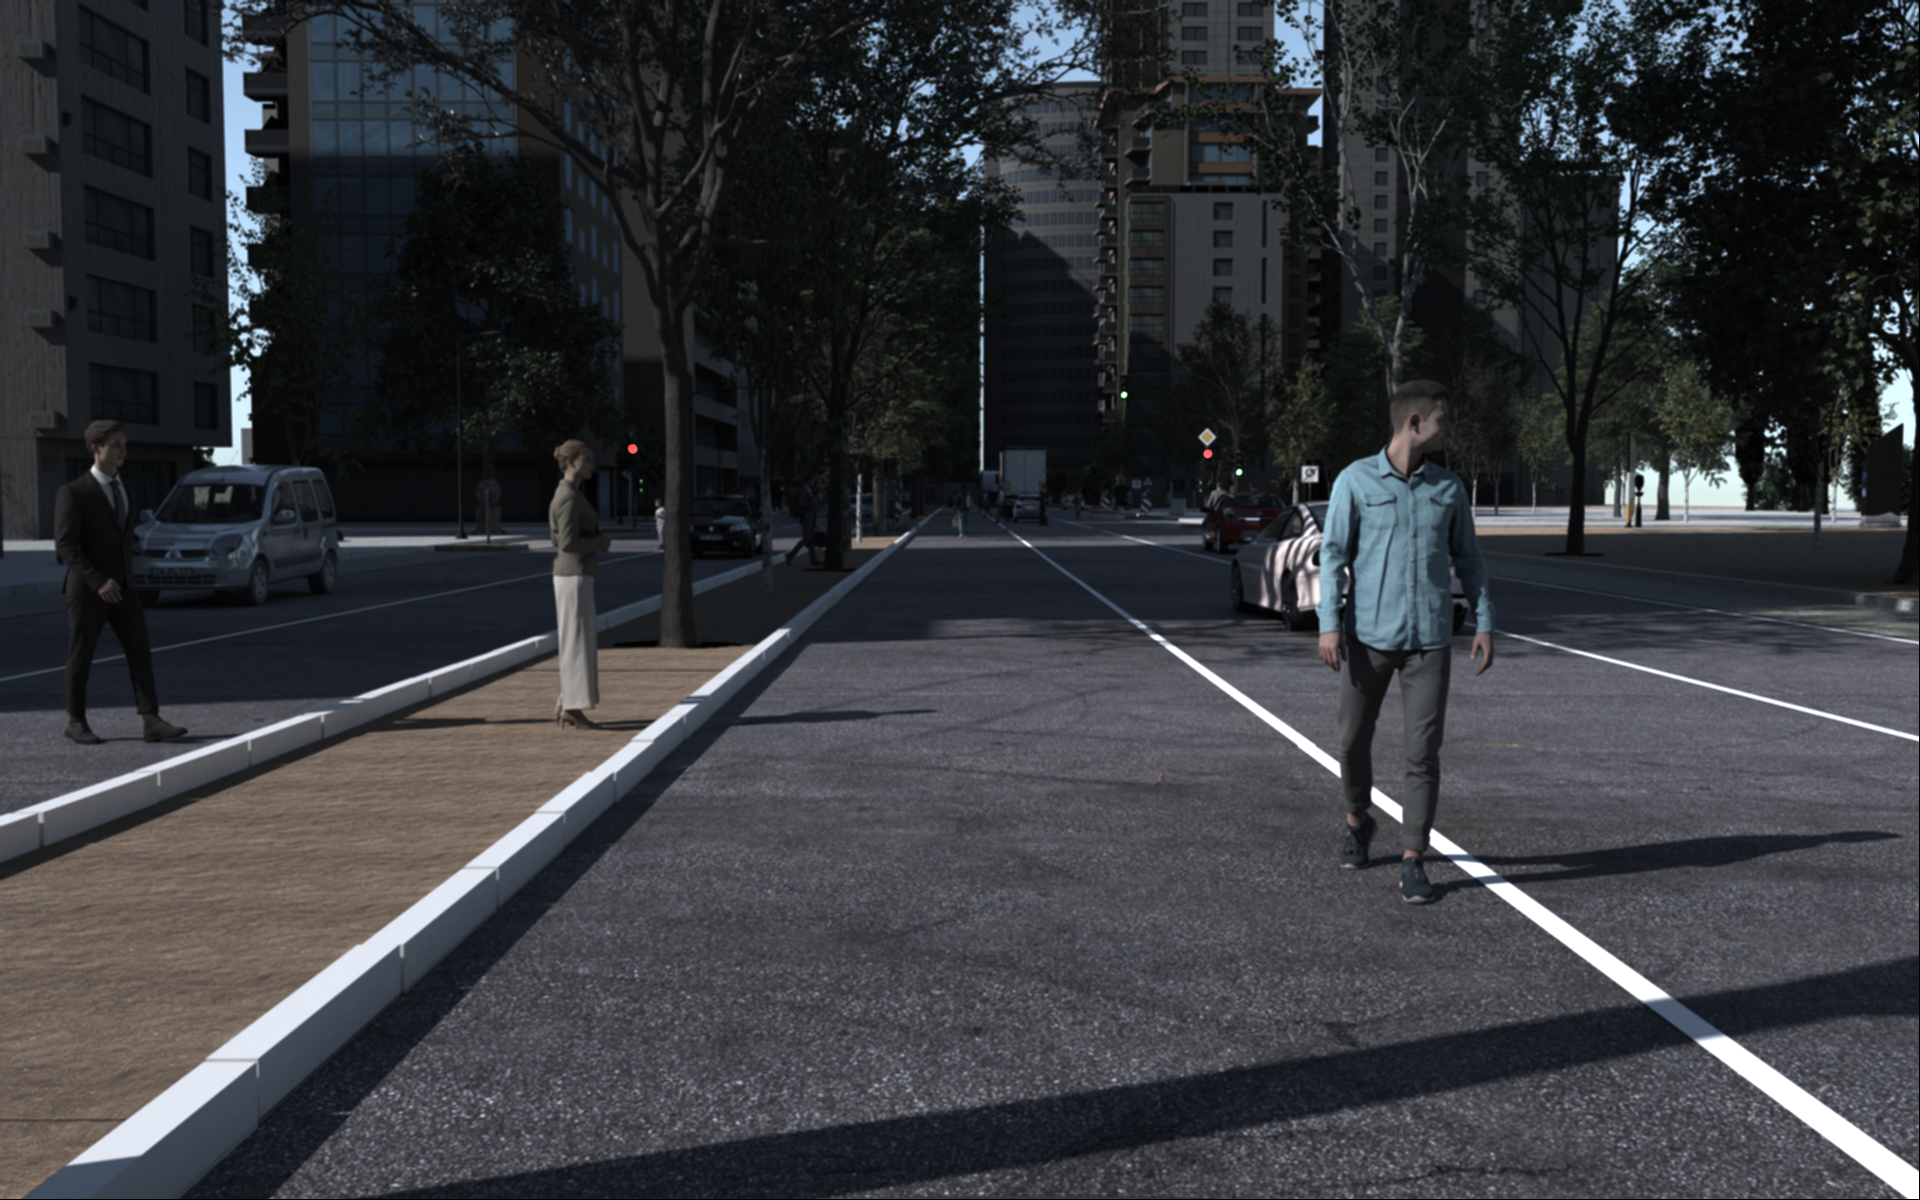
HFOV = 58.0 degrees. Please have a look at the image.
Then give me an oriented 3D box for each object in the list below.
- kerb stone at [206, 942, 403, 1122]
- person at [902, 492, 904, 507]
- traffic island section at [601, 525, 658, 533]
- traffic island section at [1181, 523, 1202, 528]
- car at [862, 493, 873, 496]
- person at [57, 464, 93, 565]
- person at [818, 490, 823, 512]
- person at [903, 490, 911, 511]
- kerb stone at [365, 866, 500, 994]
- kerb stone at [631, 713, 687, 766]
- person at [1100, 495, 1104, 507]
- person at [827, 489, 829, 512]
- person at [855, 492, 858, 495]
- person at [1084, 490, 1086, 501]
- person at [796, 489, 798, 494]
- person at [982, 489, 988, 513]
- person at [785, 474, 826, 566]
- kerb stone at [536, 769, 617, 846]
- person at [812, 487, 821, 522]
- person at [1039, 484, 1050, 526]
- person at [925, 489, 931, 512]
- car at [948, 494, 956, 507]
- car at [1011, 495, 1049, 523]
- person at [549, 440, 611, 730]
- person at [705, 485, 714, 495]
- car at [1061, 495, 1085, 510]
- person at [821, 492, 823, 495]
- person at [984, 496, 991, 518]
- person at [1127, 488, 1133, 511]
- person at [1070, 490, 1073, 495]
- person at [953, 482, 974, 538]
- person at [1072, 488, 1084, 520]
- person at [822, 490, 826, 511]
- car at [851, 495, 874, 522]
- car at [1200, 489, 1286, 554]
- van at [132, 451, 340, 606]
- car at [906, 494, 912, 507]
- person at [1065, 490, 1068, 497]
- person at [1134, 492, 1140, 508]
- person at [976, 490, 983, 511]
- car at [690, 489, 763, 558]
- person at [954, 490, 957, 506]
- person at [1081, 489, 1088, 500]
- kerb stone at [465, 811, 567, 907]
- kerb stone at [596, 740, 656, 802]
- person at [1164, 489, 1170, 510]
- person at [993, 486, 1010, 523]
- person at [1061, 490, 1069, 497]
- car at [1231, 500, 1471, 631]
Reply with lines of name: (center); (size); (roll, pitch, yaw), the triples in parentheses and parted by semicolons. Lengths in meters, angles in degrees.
kerb stone: (-1.655, 1.086, 4.439); (0.120, 0.150, 1.000); (0, 3, 0)
person: (-6.041, -10.872, 187.059); (0.445, 1.727, 0.742); (-3, 4, -36)
traffic island section: (-12.334, -2.652, 65.637); (2.009, 0.180, 2.903); (0, 3, 0)
traffic island section: (10.497, -3.142, 73.646); (2.009, 0.180, 2.903); (0, 3, 0)
car: (-5.851, -6.233, 110.708); (1.959, 1.807, 4.718); (0, 4, -1)
person: (-15.969, -1.560, 31.516); (0.822, 1.834, 0.622); (0, 4, 1)
person: (-11.214, -7.902, 137.926); (0.641, 1.798, 0.478); (0, 4, 3)
person: (-4.519, -8.465, 146.918); (0.660, 1.820, 0.620); (-1, 4, -16)
kerb stone: (-1.653, 1.030, 5.461); (0.120, 0.150, 1.000); (0, 3, 0)
kerb stone: (-1.660, 0.773, 9.549); (0.120, 0.150, 1.000); (0, 3, 0)
person: (12.734, -9.012, 154.057); (0.621, 1.740, 0.551); (0, 4, -3)
person: (-10.494, -8.086, 140.717); (0.620, 1.820, 0.660); (-3, 5, -41)
person: (-6.805, -6.564, 116.087); (0.793, 1.790, 0.793); (-2, 4, -29)
person: (13.811, -11.508, 194.135); (0.705, 1.831, 1.348); (3, 4, 37)
person: (-14.591, -9.100, 155.557); (0.721, 1.736, 1.217); (1, 4, 10)
person: (1.954, -7.674, 134.232); (0.793, 1.790, 0.793); (1, 4, 8)
person: (-3.063, -1.583, 34.347); (0.822, 1.834, 0.622); (0, 4, -5)
kerb stone: (-1.658, 0.899, 7.504); (0.120, 0.150, 1.000); (0, 3, 0)
person: (-7.402, -4.893, 88.748); (0.600, 1.795, 0.529); (0, 4, 7)
person: (3.834, -4.321, 78.517); (0.474, 1.900, 0.648); (0, 4, 4)
person: (-2.655, -7.951, 138.515); (0.654, 1.822, 0.581); (-3, 4, -37)
car: (-0.368, -11.356, 197.469); (2.131, 1.459, 4.920); (0, 4, 2)
car: (3.576, -4.670, 88.364); (2.014, 1.417, 4.499); (0, 4, 2)
person: (-2.285, -0.087, 10.466); (0.362, 1.759, 0.519); (-1, 4, -17)
person: (-14.504, -5.736, 100.025); (0.606, 1.804, 0.583); (1, 4, 10)
car: (10.180, -8.760, 155.585); (2.083, 1.381, 4.827); (0, 4, -1)
person: (-15.998, -11.773, 198.630); (1.348, 1.812, 0.705); (-2, 4, -28)
person: (1.701, -5.659, 105.294); (0.475, 1.303, 0.640); (3, 4, 39)
person: (12.867, -7.620, 131.372); (0.466, 1.731, 0.760); (1, 4, 12)
person: (12.142, -11.135, 188.644); (0.434, 1.755, 0.990); (0, 4, 7)
person: (0.060, -2.941, 56.570); (0.794, 1.824, 0.713); (0, 3, 0)
person: (6.460, -5.262, 94.885); (0.716, 1.782, 0.532); (-2, 4, -24)
person: (-11.473, -8.351, 145.218); (0.526, 1.800, 0.537); (2, 4, 29)
car: (-5.159, -4.769, 89.983); (2.014, 1.417, 4.499); (0, 4, 0)
car: (7.062, -2.061, 42.741); (2.155, 1.783, 4.494); (0, 4, 1)
van: (-9.819, -1.006, 23.465); (2.013, 2.044, 4.112); (0, 4, -1)
car: (-5.133, -11.211, 193.087); (2.009, 1.686, 4.222); (0, 4, -2)
person: (12.040, -11.628, 197.074); (0.541, 1.710, 0.530); (0, 4, 7)
person: (15.757, -9.025, 154.518); (0.530, 1.710, 0.541); (-1, 4, -17)
person: (1.776, -8.539, 148.297); (0.419, 1.800, 0.721); (-3, 5, -40)
car: (-5.483, -1.838, 39.832); (2.009, 1.686, 4.222); (0, 4, -1)
person: (-0.562, -12.302, 209.268); (0.705, 1.869, 1.348); (2, 4, 23)
person: (13.562, -11.294, 190.335); (0.705, 1.869, 1.348); (3, 5, 44)
kerb stone: (-1.654, 0.965, 6.483); (0.120, 0.150, 1.000); (0, 3, 0)
kerb stone: (-1.655, 0.846, 8.528); (0.120, 0.150, 1.000); (0, 3, 0)
person: (16.926, -8.188, 140.661); (0.760, 1.731, 0.466); (-2, 4, -32)
person: (2.028, -4.685, 85.199); (0.850, 1.850, 0.679); (0, 4, -2)
person: (12.601, -12.215, 205.776); (1.348, 1.822, 0.705); (-2, 4, -31)
car: (4.308, -0.440, 19.561); (2.083, 1.381, 4.827); (0, 4, -2)
